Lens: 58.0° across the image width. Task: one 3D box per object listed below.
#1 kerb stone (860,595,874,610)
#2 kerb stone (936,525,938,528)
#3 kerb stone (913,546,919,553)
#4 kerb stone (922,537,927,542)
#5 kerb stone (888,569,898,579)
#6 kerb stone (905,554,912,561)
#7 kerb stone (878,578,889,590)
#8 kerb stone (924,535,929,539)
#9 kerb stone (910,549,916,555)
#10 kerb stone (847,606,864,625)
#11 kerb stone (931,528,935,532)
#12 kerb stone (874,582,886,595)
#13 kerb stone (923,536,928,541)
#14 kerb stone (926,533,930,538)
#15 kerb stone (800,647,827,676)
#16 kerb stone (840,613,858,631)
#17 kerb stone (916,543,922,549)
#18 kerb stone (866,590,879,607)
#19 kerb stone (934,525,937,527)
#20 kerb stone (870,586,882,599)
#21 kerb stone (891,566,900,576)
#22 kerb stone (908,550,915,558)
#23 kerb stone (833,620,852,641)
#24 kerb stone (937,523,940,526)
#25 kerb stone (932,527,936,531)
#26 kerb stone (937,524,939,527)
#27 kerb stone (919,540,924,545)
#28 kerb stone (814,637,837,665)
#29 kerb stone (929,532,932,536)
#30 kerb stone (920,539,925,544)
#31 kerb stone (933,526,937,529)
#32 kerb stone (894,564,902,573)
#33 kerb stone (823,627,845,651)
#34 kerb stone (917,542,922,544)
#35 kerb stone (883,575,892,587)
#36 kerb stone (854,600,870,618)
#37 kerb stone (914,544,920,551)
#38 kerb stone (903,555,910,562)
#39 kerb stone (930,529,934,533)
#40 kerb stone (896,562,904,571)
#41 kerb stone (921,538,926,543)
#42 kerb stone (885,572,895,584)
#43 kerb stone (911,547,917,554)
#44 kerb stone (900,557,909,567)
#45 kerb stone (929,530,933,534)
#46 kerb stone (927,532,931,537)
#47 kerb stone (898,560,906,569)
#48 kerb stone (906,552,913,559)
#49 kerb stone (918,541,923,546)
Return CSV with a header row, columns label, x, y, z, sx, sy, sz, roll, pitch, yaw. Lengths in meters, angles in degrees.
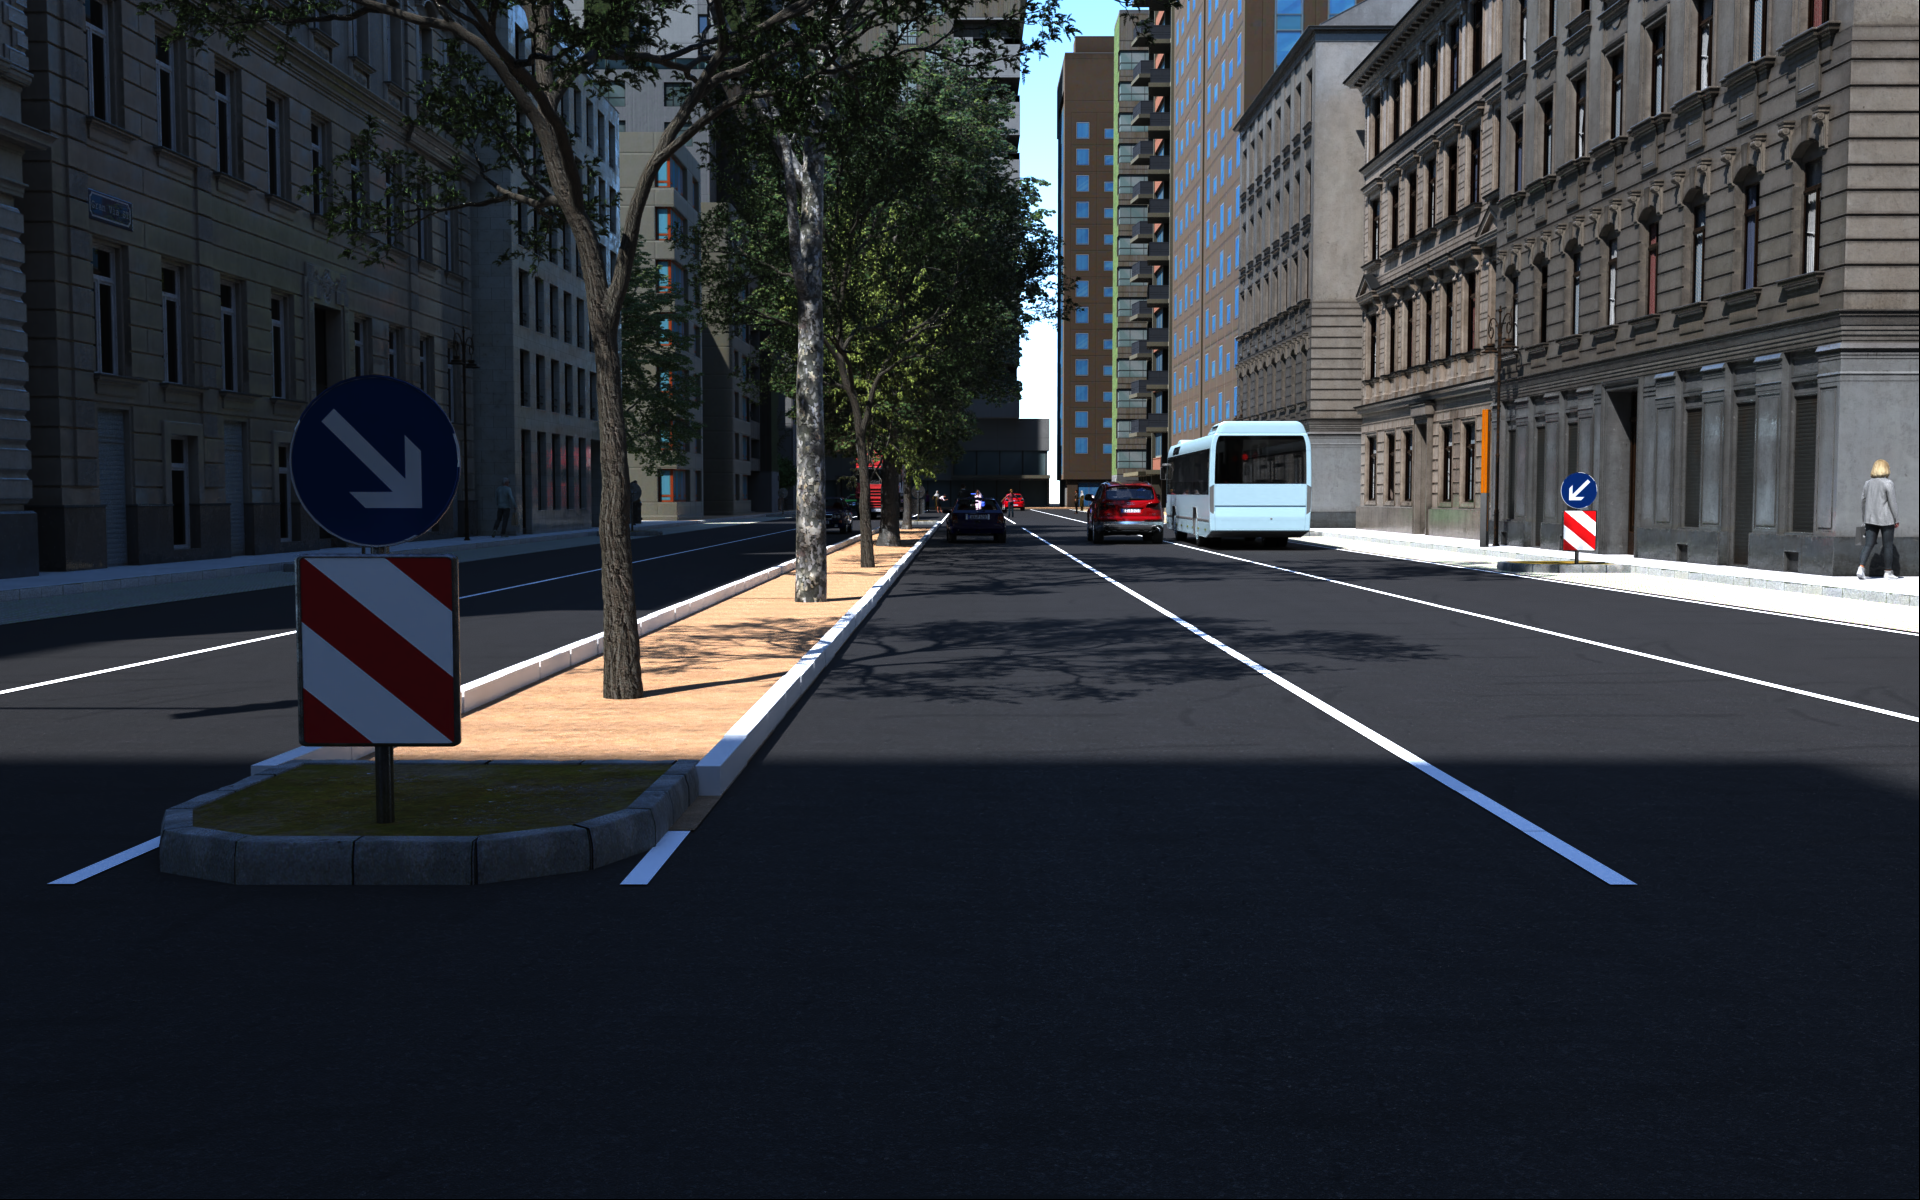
label,x,y,z,sx,sy,sz,roll,pitch,yaw
kerb stone,-1.154,0.074,20.985,0.120,0.150,1.000,0,4,0
kerb stone,-1.017,-2.687,66.127,0.120,0.150,1.000,0,4,0
kerb stone,-1.102,-1.119,40.485,0.120,0.150,1.000,0,4,0
kerb stone,-1.069,-1.621,48.692,0.120,0.150,1.000,0,4,0
kerb stone,-1.130,-0.363,28.166,0.120,0.150,1.000,0,4,0
kerb stone,-1.111,-0.805,35.359,0.120,0.150,1.000,0,4,0
kerb stone,-1.148,-0.177,25.088,0.120,0.150,1.000,0,4,0
kerb stone,-1.063,-1.746,50.750,0.120,0.150,1.000,0,4,0
kerb stone,-1.098,-0.991,38.436,0.120,0.150,1.000,0,4,0
kerb stone,-1.166,0.199,18.940,0.120,0.150,1.000,0,4,0
kerb stone,-1.029,-2.310,59.971,0.120,0.150,1.000,0,4,0
kerb stone,-1.151,-0.114,24.065,0.120,0.150,1.000,0,4,0
kerb stone,-1.075,-1.683,49.718,0.120,0.150,1.000,0,4,0
kerb stone,-1.054,-1.872,52.799,0.120,0.150,1.000,0,4,0
kerb stone,-1.178,0.513,13.804,0.120,0.150,1.000,0,4,0
kerb stone,-1.175,0.268,17.919,0.120,0.150,1.000,0,4,0
kerb stone,-1.080,-1.244,42.536,0.120,0.150,1.000,0,4,0
kerb stone,-1.147,0.011,22.020,0.120,0.150,1.000,0,4,0
kerb stone,-1.024,-2.624,65.103,0.120,0.150,1.000,0,4,0
kerb stone,-1.154,-0.052,23.043,0.120,0.150,1.000,0,4,0
kerb stone,-1.136,-0.428,29.197,0.120,0.150,1.000,0,4,0
kerb stone,-1.105,-0.929,37.408,0.120,0.150,1.000,0,4,0
kerb stone,-1.171,0.328,16.896,0.120,0.150,1.000,0,4,0
kerb stone,-0.999,-2.938,70.229,0.120,0.150,1.000,0,4,0
kerb stone,-1.036,-2.435,62.023,0.120,0.150,1.000,0,4,0
kerb stone,-1.011,-2.812,68.175,0.120,0.150,1.000,0,4,0
kerb stone,-1.079,-1.433,45.617,0.120,0.150,1.000,0,4,0
kerb stone,-1.170,0.451,14.827,0.120,0.150,1.000,0,4,0
kerb stone,-1.048,-1.996,54.853,0.120,0.150,1.000,0,4,0
kerb stone,-1.081,-1.496,46.647,0.120,0.150,1.000,0,4,0
kerb stone,-1.024,-2.557,64.077,0.120,0.150,1.000,0,4,0
kerb stone,-1.127,-0.490,30.227,0.120,0.150,1.000,0,4,0
kerb stone,-1.173,0.387,15.864,0.120,0.150,1.000,0,4,0
kerb stone,-1.088,-1.304,43.566,0.120,0.150,1.000,0,4,0
kerb stone,-1.150,-0.239,26.110,0.120,0.150,1.000,0,4,0
kerb stone,-1.159,0.137,19.963,0.120,0.150,1.000,0,4,0
kerb stone,-1.093,-1.181,41.507,0.120,0.150,1.000,0,4,0
kerb stone,-1.115,-0.740,34.327,0.120,0.150,1.000,0,4,0
kerb stone,-1.042,-2.248,58.949,0.120,0.150,1.000,0,4,0
kerb stone,-1.129,-0.554,31.256,0.120,0.150,1.000,0,4,0
kerb stone,-1.079,-1.558,47.669,0.120,0.150,1.000,0,4,0
kerb stone,-1.134,-0.298,27.144,0.120,0.150,1.000,0,4,0
kerb stone,-1.104,-1.053,39.462,0.120,0.150,1.000,0,4,0
kerb stone,-1.113,-0.679,33.301,0.120,0.150,1.000,0,4,0
kerb stone,-1.038,-2.123,56.903,0.120,0.150,1.000,0,4,0
kerb stone,-1.060,-1.935,53.830,0.120,0.150,1.000,0,4,0
kerb stone,-1.124,-0.612,32.279,0.120,0.150,1.000,0,4,0
kerb stone,-1.110,-0.868,36.386,0.120,0.150,1.000,0,4,0
kerb stone,-1.086,-1.369,44.595,0.120,0.150,1.000,0,4,0
